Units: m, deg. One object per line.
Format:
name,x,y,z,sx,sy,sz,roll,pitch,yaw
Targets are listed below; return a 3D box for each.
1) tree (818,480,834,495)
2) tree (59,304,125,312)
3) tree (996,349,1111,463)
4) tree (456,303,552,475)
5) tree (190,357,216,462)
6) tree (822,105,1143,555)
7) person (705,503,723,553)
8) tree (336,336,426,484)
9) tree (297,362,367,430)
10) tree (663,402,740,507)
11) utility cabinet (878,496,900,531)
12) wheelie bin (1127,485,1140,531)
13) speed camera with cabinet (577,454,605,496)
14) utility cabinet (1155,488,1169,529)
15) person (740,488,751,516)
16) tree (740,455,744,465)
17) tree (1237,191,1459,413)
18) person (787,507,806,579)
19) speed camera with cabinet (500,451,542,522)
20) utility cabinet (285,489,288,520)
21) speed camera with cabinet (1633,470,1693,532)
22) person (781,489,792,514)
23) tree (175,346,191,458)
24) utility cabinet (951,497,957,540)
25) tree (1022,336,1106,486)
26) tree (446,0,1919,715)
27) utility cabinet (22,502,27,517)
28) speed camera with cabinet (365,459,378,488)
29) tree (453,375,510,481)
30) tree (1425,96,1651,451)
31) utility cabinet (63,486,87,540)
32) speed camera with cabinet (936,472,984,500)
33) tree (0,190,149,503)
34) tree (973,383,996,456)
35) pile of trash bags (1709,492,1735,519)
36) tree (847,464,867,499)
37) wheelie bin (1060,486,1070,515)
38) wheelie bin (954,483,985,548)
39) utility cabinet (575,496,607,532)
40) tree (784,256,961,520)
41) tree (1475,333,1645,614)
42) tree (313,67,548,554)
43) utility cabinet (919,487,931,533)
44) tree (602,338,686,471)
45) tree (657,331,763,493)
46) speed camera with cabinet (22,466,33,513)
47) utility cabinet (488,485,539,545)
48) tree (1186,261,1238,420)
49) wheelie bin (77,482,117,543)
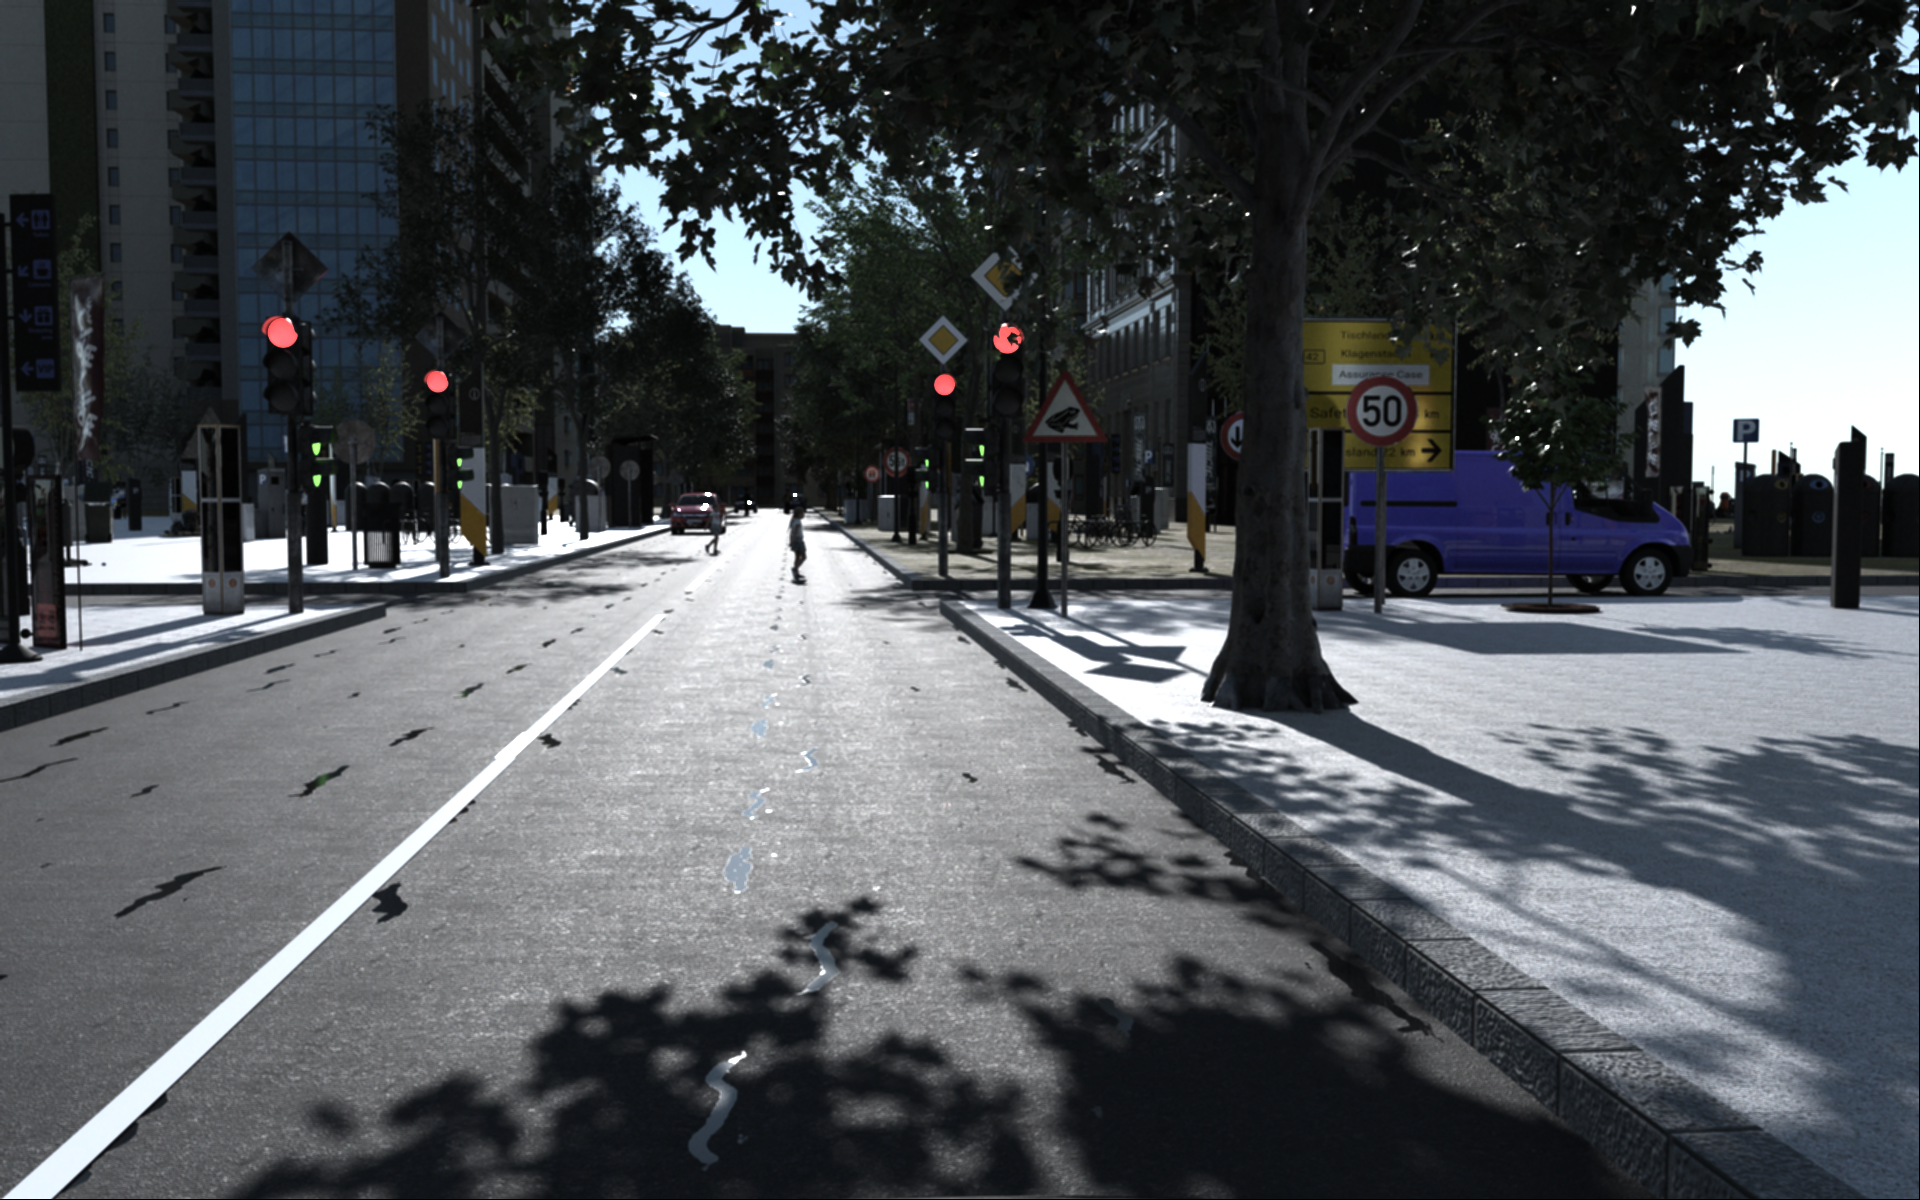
tree,-12.978,-10.758,170.499,1.663,3.219,1.824,0,3,0
tree,-32.544,-6.983,64.530,4.360,8.622,3.978,0,3,0
tree,5.132,-8.273,85.620,4.737,8.622,4.395,0,3,0
tree,-17.716,-7.090,66.288,4.360,8.622,3.978,0,3,0
tree,-39.479,-8.343,86.763,4.360,8.622,3.978,0,3,0
tree,0.260,-6.797,36.892,9.928,11.665,9.643,0,3,0
person,-6.001,-1.763,42.342,0.382,1.210,0.505,2,4,23
tree,-26.633,-7.892,79.390,4.360,8.622,3.978,0,3,0
tree,-35.169,-8.941,96.542,4.737,8.622,4.395,0,3,0
tree,-17.689,-9.913,112.438,4.737,8.622,4.395,0,3,0
utility cabinet,-2.518,-3.054,61.087,0.306,1.237,1.020,-3,4,-36
wheelie bin,6.116,-3.091,58.445,0.980,1.594,0.693,-3,4,-36
speed camera with cabinet,-17.960,-5.561,85.266,0.660,3.252,2.038,2,4,28
utility cabinet,7.207,-3.357,63.571,0.318,1.500,1.173,-2,4,-27
person,-14.289,-6.579,115.698,0.705,1.869,1.348,-3,4,-36
tree,-22.872,-13.522,171.444,4.737,8.622,4.395,0,3,0
tree,9.731,-5.618,42.218,4.737,8.622,4.395,0,3,0
person,-2.826,-0.977,29.490,0.382,1.210,0.505,-2,4,-29
speed camera with cabinet,-20.159,-5.188,79.162,2.038,3.252,0.660,-2,4,-26
utility cabinet,-32.398,-4.570,83.398,1.173,1.500,0.318,1,4,9
speed camera with cabinet,24.109,-3.972,59.281,2.038,3.252,0.660,-1,4,-11
person,-12.432,-7.090,124.515,0.705,1.812,1.348,2,4,28
tree,-37.969,-7.899,79.505,4.360,8.622,3.978,0,3,0
utility cabinet,-0.042,-2.273,48.317,0.306,1.237,1.020,1,4,9
tree,4.546,-7.798,77.862,4.360,8.622,3.978,0,3,0
tree,1.909,-5.698,10.168,9.611,12.733,9.660,0,3,0
utility cabinet,-50.933,-5.233,94.233,0.318,1.500,1.173,1,4,16
speed camera with cabinet,-29.533,-5.685,87.279,0.660,3.252,2.038,-2,4,-24
tree,-27.230,-9.050,98.337,4.737,8.622,4.395,0,3,0
tree,10.220,-4.958,31.430,4.360,8.622,3.978,0,3,0
utility cabinet,-24.580,-2.388,47.720,1.173,1.500,0.318,-2,4,-34
speed camera with cabinet,0.019,-4.786,72.582,2.038,3.252,0.660,-2,4,-27
tree,-21.924,-5.610,42.080,4.737,8.622,4.395,0,3,0
tree,2.124,-9.217,101.054,4.737,8.622,4.395,0,3,0
pile of trash bags,40.429,-5.035,92.079,1.912,1.369,3.447,1,4,14
tree,-5.365,-6.082,94.040,1.663,3.219,1.824,0,3,0
wheelie bin,3.948,-3.739,69.040,0.980,1.594,0.693,2,4,34
wheelie bin,0.206,-2.029,41.086,0.693,1.594,0.980,-1,4,-9
utility cabinet,-13.325,-3.145,62.575,1.020,1.237,0.306,1,4,11
tree,-4.535,-11.046,87.252,9.857,13.997,8.962,0,3,0
tree,6.473,-1.483,18.855,1.663,3.219,1.824,0,3,0
tree,-9.854,-6.291,37.269,8.767,10.594,7.601,1,4,11
utility cabinet,-1.137,-2.949,56.894,0.318,1.500,1.173,0,4,3
tree,-14.526,-7.937,80.131,4.360,8.622,3.978,0,3,0
tree,-17.612,-12.408,120.996,7.486,12.596,7.792,0,3,0
speed camera with cabinet,-31.601,-3.854,57.341,2.038,3.252,0.660,2,4,26
utility cabinet,-11.139,-2.112,43.213,1.173,1.500,0.318,0,4,6
tree,9.372,-6.415,55.249,4.737,8.622,4.395,0,3,0
wheelie bin,-22.735,-2.311,45.687,0.980,1.594,0.693,-1,4,-16
